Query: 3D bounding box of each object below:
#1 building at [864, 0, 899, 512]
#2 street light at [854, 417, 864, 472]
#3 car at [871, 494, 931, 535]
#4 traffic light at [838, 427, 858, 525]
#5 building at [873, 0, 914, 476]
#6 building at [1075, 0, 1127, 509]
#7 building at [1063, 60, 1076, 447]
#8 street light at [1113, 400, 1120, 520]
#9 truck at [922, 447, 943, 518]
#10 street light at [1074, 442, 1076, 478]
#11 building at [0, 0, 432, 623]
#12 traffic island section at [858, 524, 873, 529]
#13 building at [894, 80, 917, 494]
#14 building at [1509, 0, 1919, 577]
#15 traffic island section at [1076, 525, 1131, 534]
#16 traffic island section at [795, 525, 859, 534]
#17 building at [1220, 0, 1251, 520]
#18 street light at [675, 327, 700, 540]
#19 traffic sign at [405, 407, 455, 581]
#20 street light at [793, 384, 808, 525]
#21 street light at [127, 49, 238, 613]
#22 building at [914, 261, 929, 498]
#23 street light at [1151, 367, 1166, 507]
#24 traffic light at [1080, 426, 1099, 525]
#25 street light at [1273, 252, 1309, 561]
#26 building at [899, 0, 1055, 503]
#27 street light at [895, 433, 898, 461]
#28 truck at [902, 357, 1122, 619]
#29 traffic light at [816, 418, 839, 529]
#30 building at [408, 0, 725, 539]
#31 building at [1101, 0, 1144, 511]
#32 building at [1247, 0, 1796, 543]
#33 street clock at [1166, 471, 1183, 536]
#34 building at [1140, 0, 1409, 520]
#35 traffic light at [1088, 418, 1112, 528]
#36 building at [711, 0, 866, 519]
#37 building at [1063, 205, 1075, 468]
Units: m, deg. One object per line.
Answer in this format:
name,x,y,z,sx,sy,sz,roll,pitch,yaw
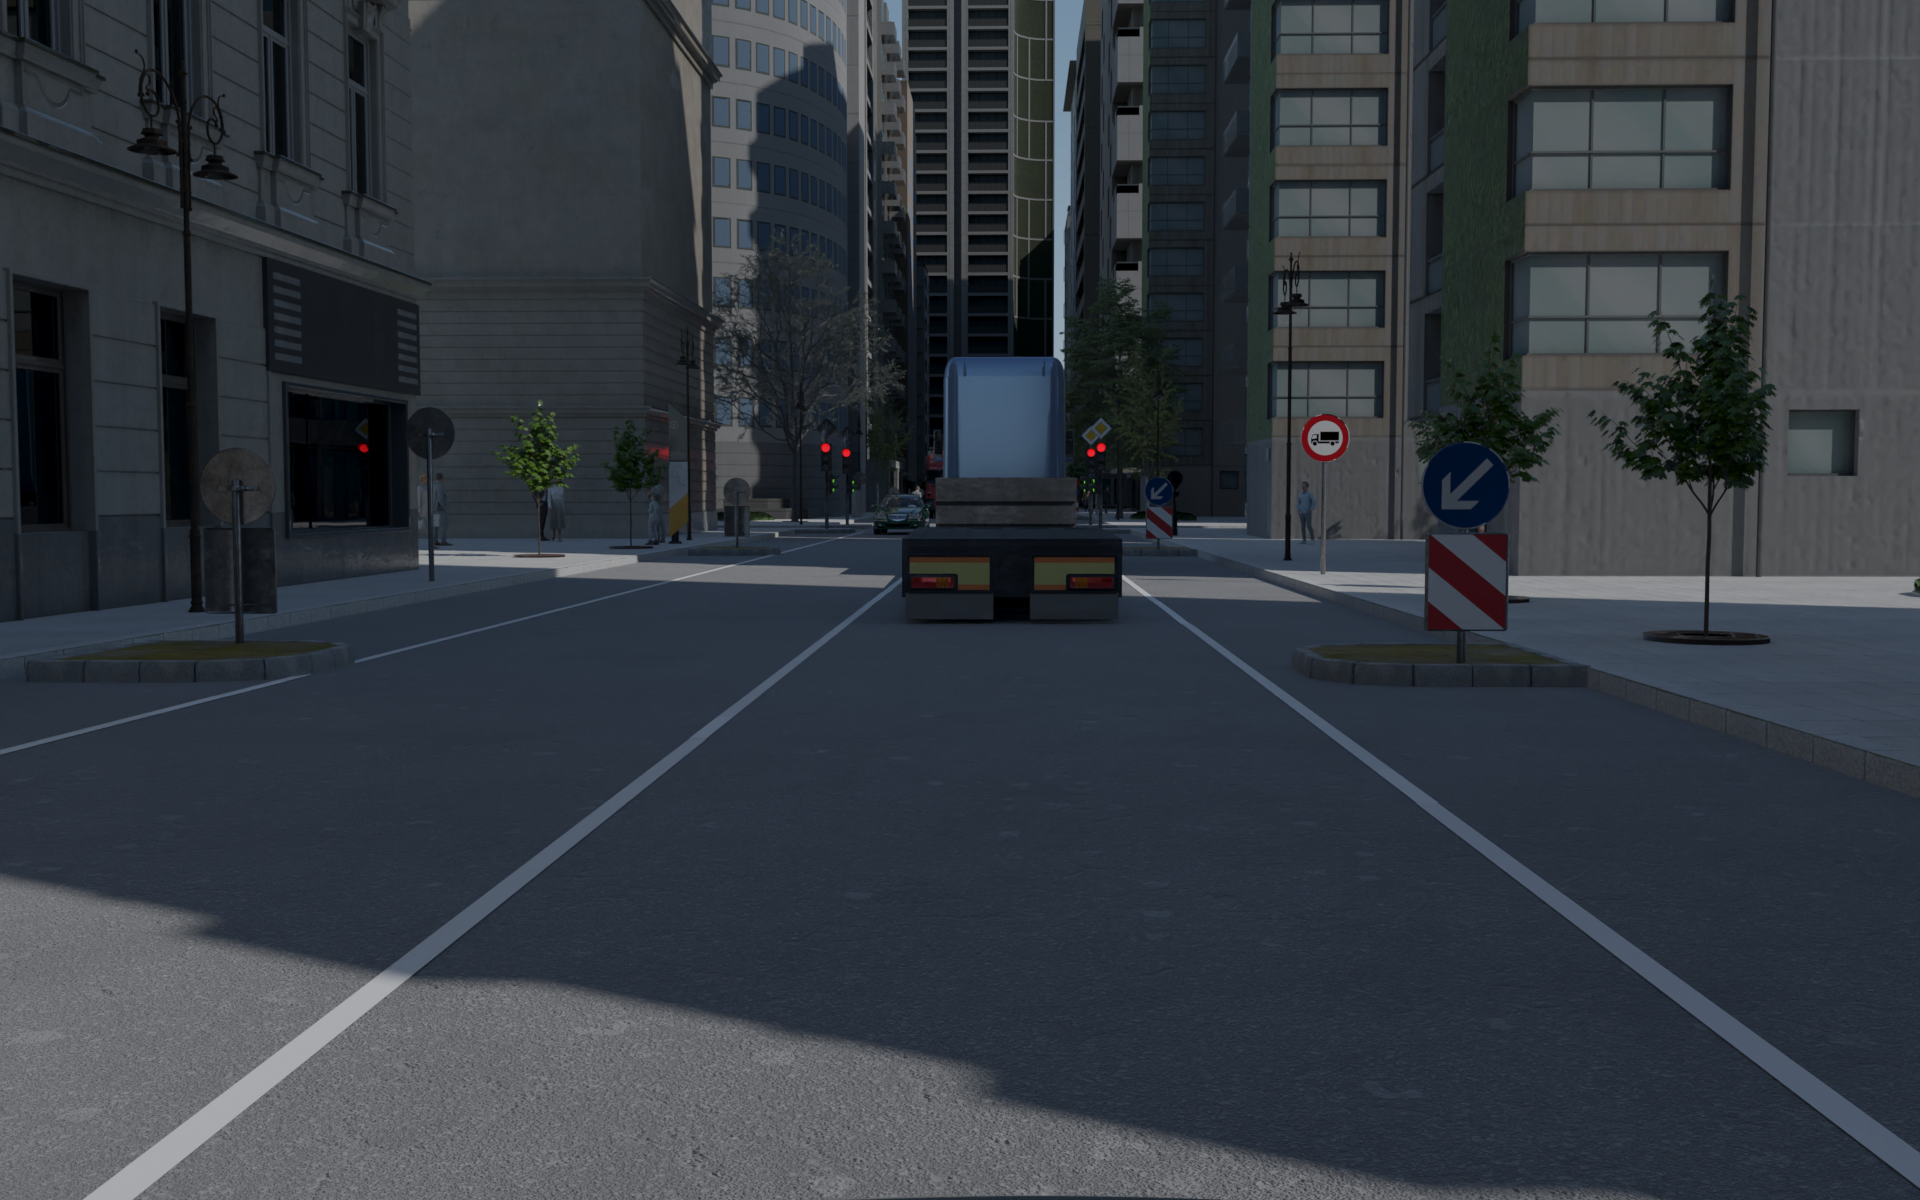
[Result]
building,-14.860,-42.317,130.129,20.563,71.187,20.611,0,4,2
street light,-5.927,-7.902,101.992,0.468,5.910,1.993,0,4,2
car,-2.087,-3.110,62.639,2.131,1.459,4.920,0,4,2
traffic light,-4.669,-5.076,71.908,0.839,4.253,0.868,0,4,2
building,-16.657,-33.195,162.354,23.786,49.044,30.456,0,4,2
building,21.832,-32.891,161.474,21.300,48.544,21.600,0,4,2
building,26.994,-37.774,206.844,28.713,52.752,27.495,0,4,2
street light,7.799,-6.881,85.296,0.468,5.910,1.993,0,4,2
truck,-0.567,-7.135,105.569,2.839,4.237,11.283,0,4,3
street light,9.666,-10.551,145.303,0.468,5.910,1.993,0,4,2
building,-17.635,-14.266,9.662,17.030,29.872,44.131,0,4,2
traffic island section,-4.709,-3.044,72.044,2.009,0.180,2.903,0,4,2
building,-12.047,-32.692,184.627,14.600,45.320,14.200,0,4,2
building,15.928,-21.333,32.392,14.154,41.232,14.086,0,4,2
traffic island section,5.190,-2.537,63.757,2.009,0.180,2.903,0,4,2
traffic island section,-4.947,-2.555,64.062,2.009,0.180,2.903,0,4,2
building,27.881,-28.298,82.289,30.456,49.044,23.786,0,4,2
street light,-7.523,-4.598,47.959,0.468,5.910,1.993,0,4,2
traffic sign,-7.766,-1.546,25.384,0.768,2.556,0.104,0,4,8
street light,-6.681,-6.109,72.674,0.468,5.910,1.993,0,4,2
street light,-8.292,-2.805,18.642,0.468,5.910,1.993,0,4,2
building,-10.901,-27.113,214.999,14.107,30.474,14.160,0,4,2
street light,7.216,-5.528,63.174,0.468,5.910,1.993,0,4,2
traffic light,5.388,-5.058,71.626,0.839,4.253,0.868,0,4,2
street light,6.329,-3.699,33.273,0.468,5.910,1.993,0,4,2
building,2.787,-49.040,240.057,20.611,71.187,20.563,0,4,2
street light,-4.876,-9.695,131.301,0.468,5.910,1.993,0,4,2
truck,0.756,-2.356,28.275,2.967,4.110,18.799,0,4,1
traffic light,-4.907,-4.588,63.926,0.839,4.253,0.868,0,4,2
building,-25.706,-14.507,56.278,34.723,24.649,14.460,0,4,2
building,24.733,-33.179,131.718,28.713,52.752,27.495,0,4,2
building,16.035,-22.682,54.443,14.154,41.232,14.086,0,4,2
street clock,6.621,-2.992,53.483,0.471,2.002,0.358,0,4,-4
building,17.816,-25.684,103.526,14.154,41.232,14.086,0,4,2
traffic light,5.150,-4.570,63.644,0.839,4.253,0.868,0,4,2
building,-17.092,-34.019,98.217,21.231,58.520,28.212,0,4,2
building,21.378,-33.869,237.356,14.086,41.232,14.154,0,4,2
